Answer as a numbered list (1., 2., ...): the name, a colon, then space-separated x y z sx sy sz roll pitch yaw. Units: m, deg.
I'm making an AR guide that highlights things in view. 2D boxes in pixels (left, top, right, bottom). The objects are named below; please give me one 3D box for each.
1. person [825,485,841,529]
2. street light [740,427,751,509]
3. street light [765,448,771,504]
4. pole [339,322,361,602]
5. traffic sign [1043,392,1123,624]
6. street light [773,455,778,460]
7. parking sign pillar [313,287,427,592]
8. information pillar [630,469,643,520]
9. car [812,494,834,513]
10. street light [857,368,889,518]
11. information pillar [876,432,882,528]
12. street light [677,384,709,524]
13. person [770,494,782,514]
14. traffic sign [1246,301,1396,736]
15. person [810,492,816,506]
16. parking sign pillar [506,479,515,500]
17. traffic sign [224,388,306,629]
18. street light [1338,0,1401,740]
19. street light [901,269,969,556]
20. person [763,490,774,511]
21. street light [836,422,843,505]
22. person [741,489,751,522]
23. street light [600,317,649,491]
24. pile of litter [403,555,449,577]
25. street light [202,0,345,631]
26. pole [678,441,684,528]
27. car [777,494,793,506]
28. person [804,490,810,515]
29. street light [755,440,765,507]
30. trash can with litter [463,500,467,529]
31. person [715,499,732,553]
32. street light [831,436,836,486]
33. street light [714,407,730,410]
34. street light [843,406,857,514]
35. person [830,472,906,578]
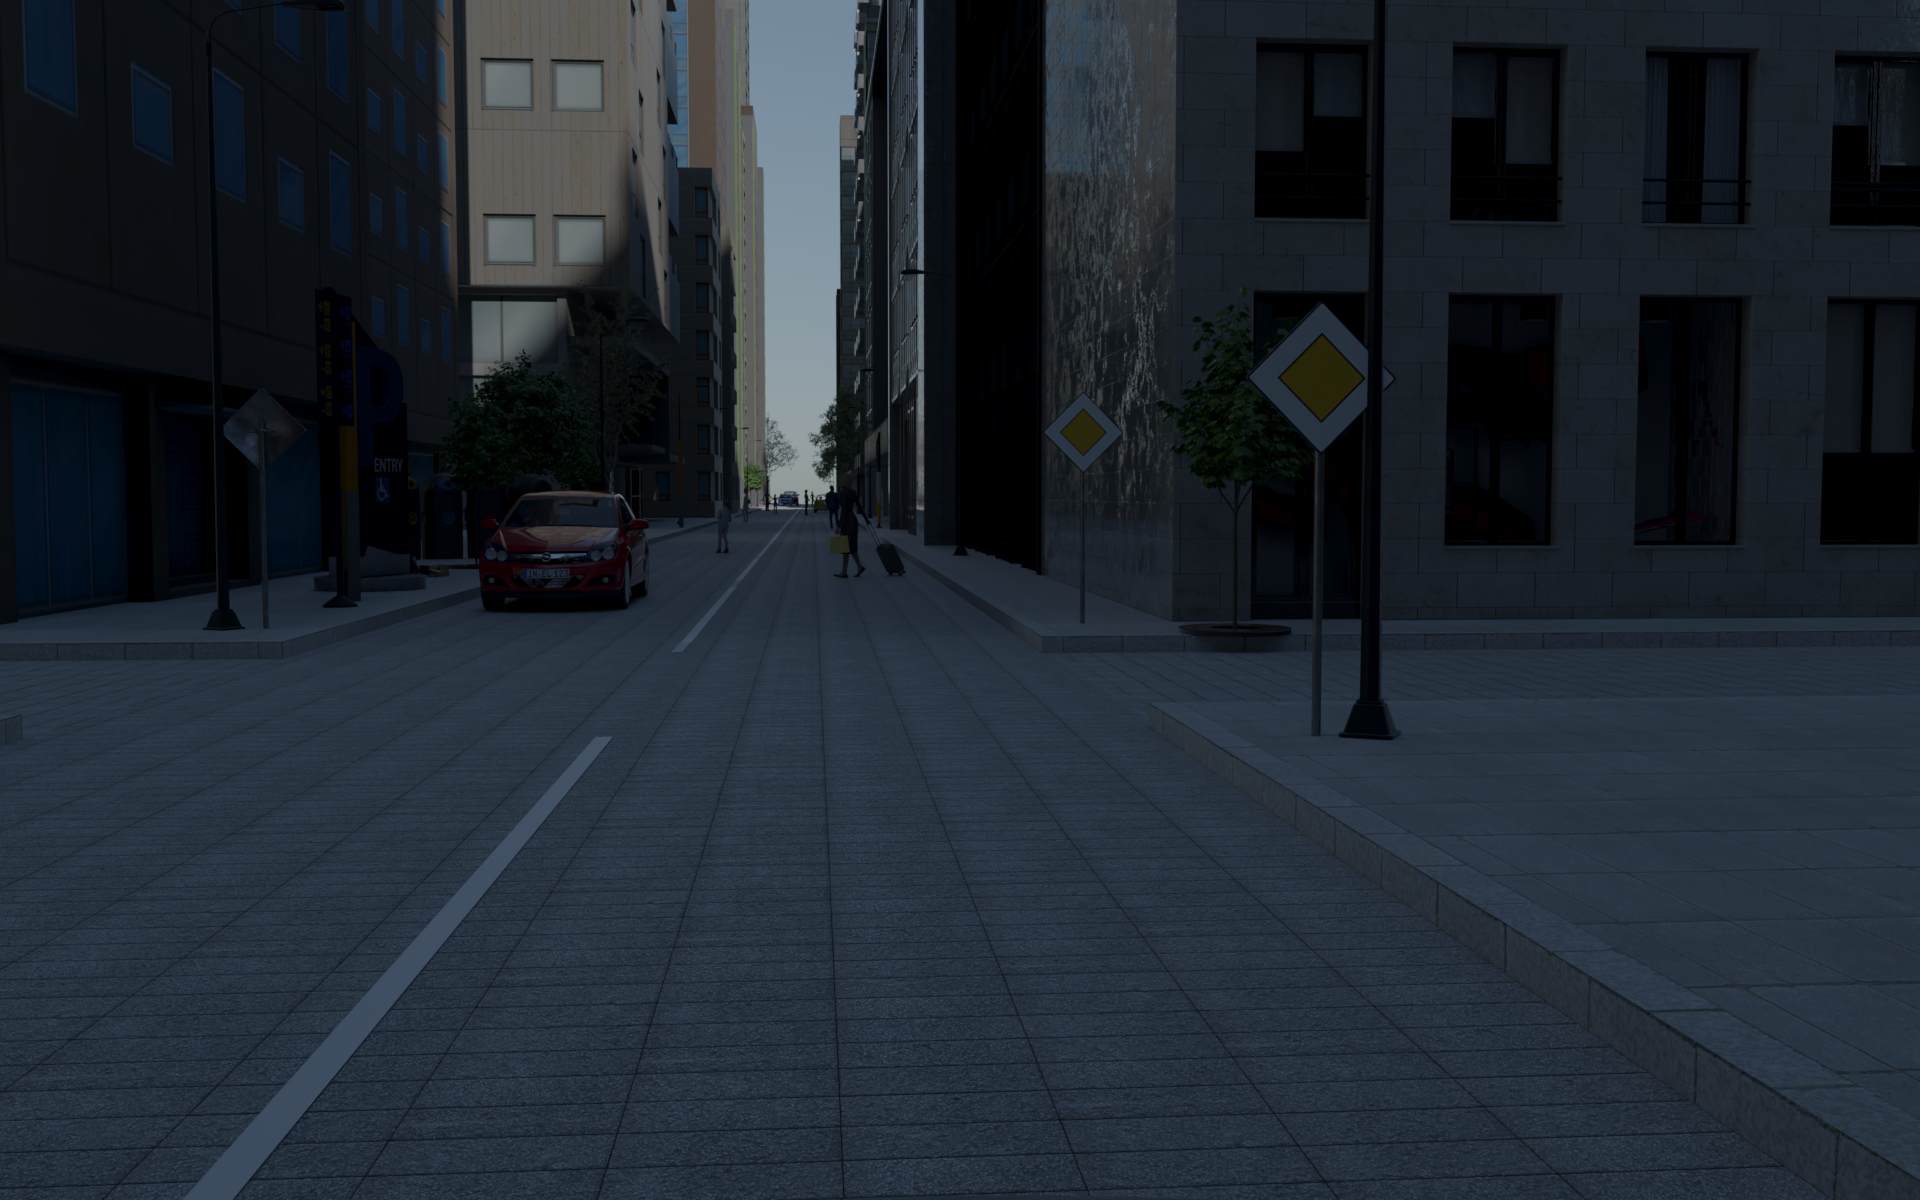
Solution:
1. person: -5.261 -3.867 71.911 0.721 1.800 0.419 1 4 18
2. street light: -15.376 -9.056 120.607 1.470 5.913 1.316 0 4 -5
3. street light: -20.054 -12.431 175.784 1.470 5.913 1.316 0 4 -5
4. pole: -7.276 -1.637 20.610 0.158 3.312 0.155 0 3 0
5. traffic sign: 1.208 -0.822 17.084 0.795 2.450 0.064 0 4 -5
6. street light: -22.483 -14.124 203.473 1.470 5.913 1.316 0 4 -5
7. parking sign pillar: -7.948 -2.127 23.249 1.447 3.967 1.447 1 4 14
8. information pillar: -9.380 -2.800 50.270 0.304 2.012 0.304 0 4 2
9. car: -10.332 -7.485 132.598 2.015 1.641 3.980 0 4 -4
10. street light: -2.974 -5.600 64.104 1.470 5.913 1.316 0 4 -5
11. information pillar: -3.086 -4.539 65.563 0.183 3.616 0.504 -1 4 -13
12. street light: -11.311 -6.163 73.303 1.470 5.913 1.316 0 4 -5
13. person: -13.137 -6.834 123.458 0.991 1.433 0.599 -2 4 -34
14. traffic sign: 1.887 -0.335 9.128 0.795 2.450 0.064 0 4 -5
15. person: -17.126 -11.775 201.837 0.721 1.723 1.217 -3 4 -37
16. parking sign pillar: -15.498 -4.227 57.584 1.447 3.967 1.447 0 4 6
17. traffic sign: -6.610 -0.783 16.440 0.795 2.450 0.064 0 4 -5
18. street light: 1.635 -2.228 8.972 1.470 5.913 1.316 0 4 -5
19. street light: -0.523 -3.874 35.886 1.470 5.913 1.316 0 4 -5
20. person: -16.157 -8.369 145.420 1.350 1.814 0.705 3 5 42
21. street light: -7.083 -8.507 111.631 1.470 5.913 1.316 0 4 -5
22. person: -11.018 -4.868 89.102 0.522 1.701 0.512 -1 4 -10
23. street light: -8.883 -4.470 45.624 1.470 5.913 1.316 0 4 -5
24. pile of litter: -8.675 -0.815 27.296 1.176 0.858 1.719 -2 4 -25
25. street light: -6.436 -2.675 16.273 1.470 5.913 1.316 0 4 -5
26. pole: -10.641 -4.416 66.043 0.158 3.312 0.155 0 3 0
27. car: -20.675 -11.944 204.878 1.945 1.707 3.694 0 4 -5
28. person: -10.242 -6.554 116.360 0.721 1.736 1.217 0 4 7
29. street light: -17.650 -10.747 148.249 1.470 5.913 1.316 0 4 -5
30. trash can with litter: -12.146 -2.013 44.304 1.055 1.170 0.624 -2 4 -28
31. person: -5.754 -1.787 41.996 0.394 1.301 0.425 2 4 35
32. street light: -9.478 -10.221 139.647 1.470 5.913 1.316 0 4 -5
33. street light: -13.015 -7.355 92.796 1.470 5.913 1.316 0 4 -5
34. street light: -5.306 -7.290 91.740 1.470 5.913 1.316 0 4 -5
35. person: -1.614 -1.295 29.892 1.509 1.804 0.699 -2 4 -32
